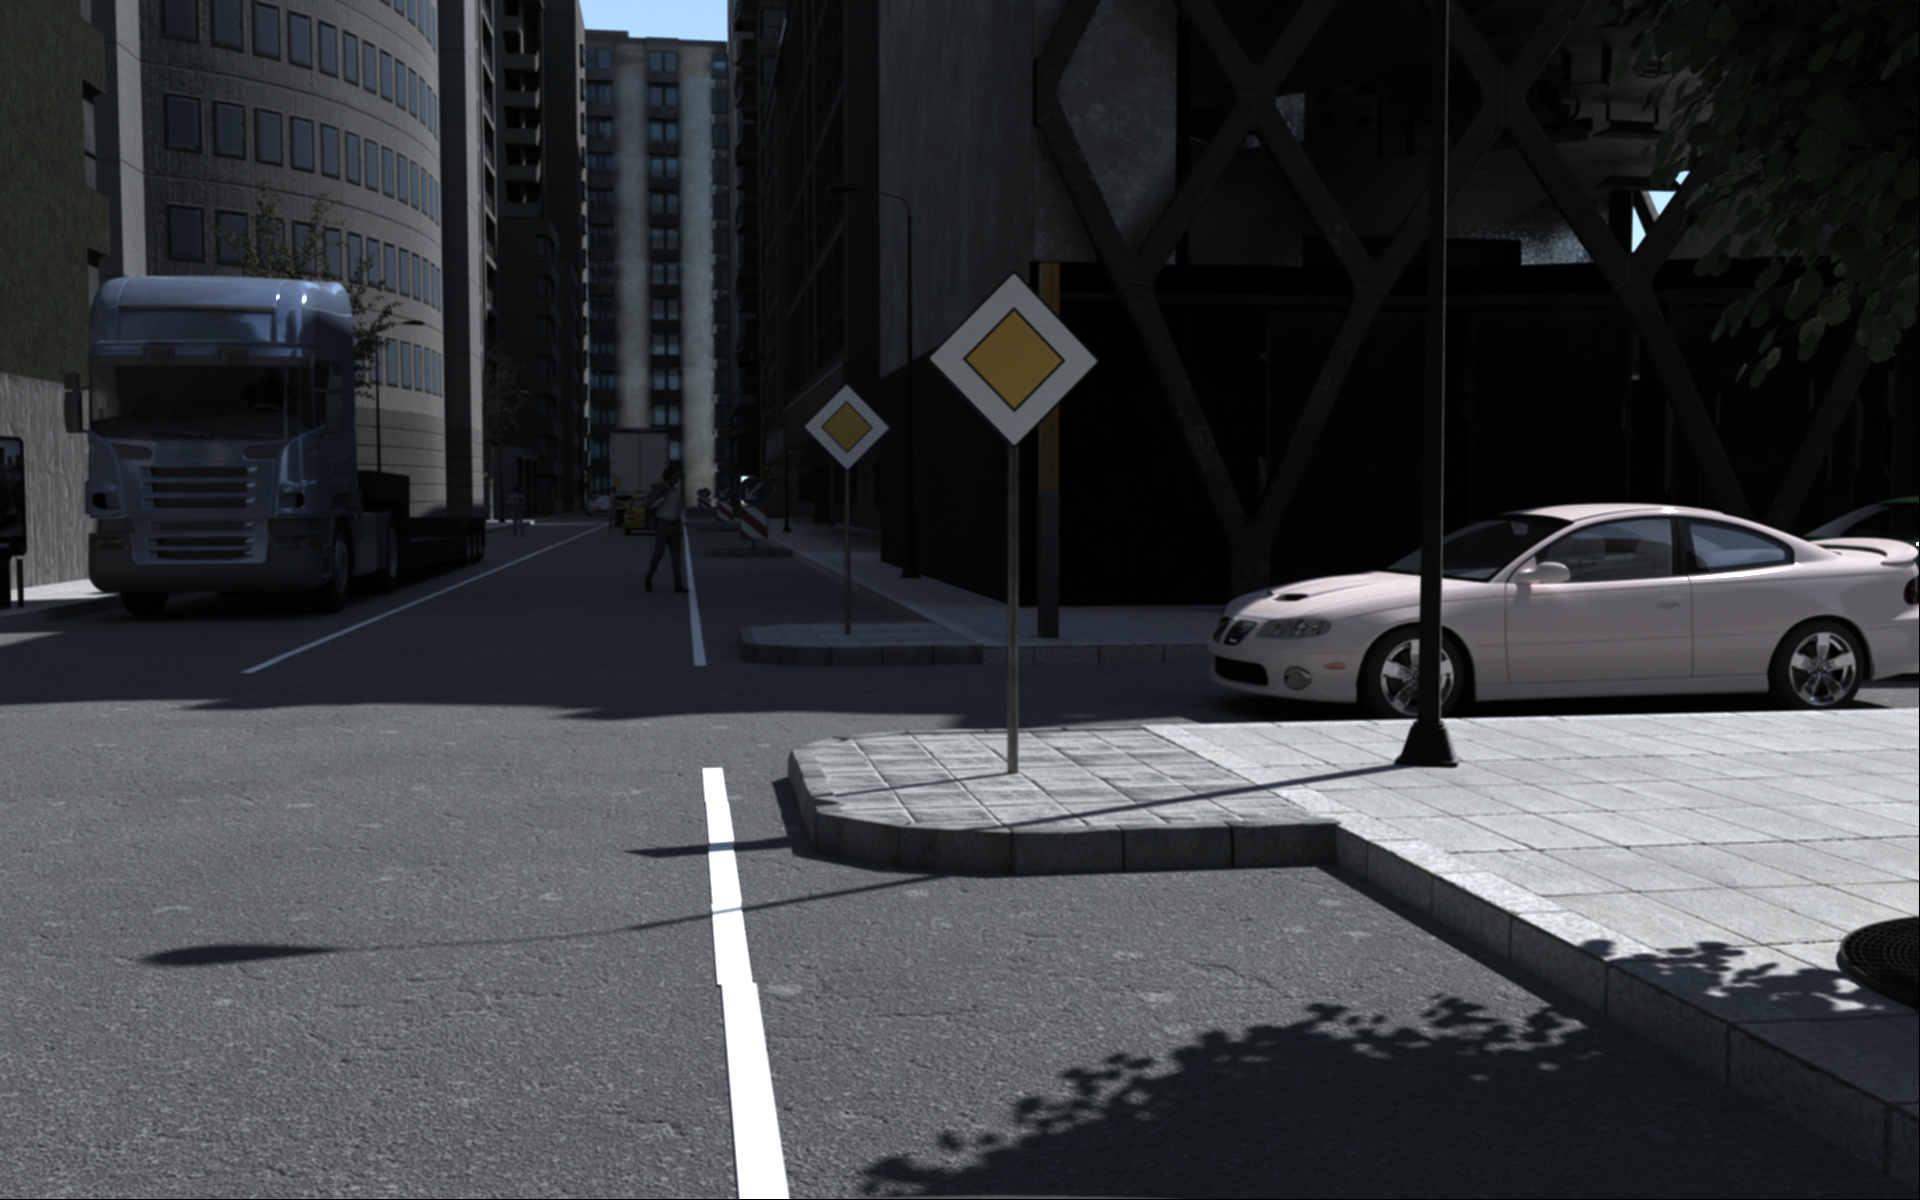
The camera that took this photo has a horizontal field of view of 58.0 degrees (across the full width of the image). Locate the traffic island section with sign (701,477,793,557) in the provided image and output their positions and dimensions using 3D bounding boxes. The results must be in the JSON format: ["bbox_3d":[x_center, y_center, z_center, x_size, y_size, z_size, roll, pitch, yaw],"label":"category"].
[{"bbox_3d":[-4.925,-1.929,40.160,1.989,1.847,2.006,-1,4,-9],"label":"traffic island section with sign"}]

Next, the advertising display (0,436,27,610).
[{"bbox_3d":[-10.704,-0.854,19.181,0.123,1.923,0.974,0,4,6],"label":"advertising display"}]

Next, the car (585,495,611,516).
[{"bbox_3d":[-23.884,-6.294,115.264,2.083,1.381,4.827,-1,4,-10],"label":"car"}]

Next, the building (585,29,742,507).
[{"bbox_3d":[-37.482,-34.375,181.642,30.456,49.044,23.786,-1,4,-9],"label":"building"}]

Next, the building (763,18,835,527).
[{"bbox_3d":[-0.748,-15.708,75.894,14.314,24.678,30.058,-1,4,-9],"label":"building"}]

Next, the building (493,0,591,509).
[{"bbox_3d":[-43.869,-32.279,151.456,21.600,48.544,21.300,-1,4,-9],"label":"building"}]

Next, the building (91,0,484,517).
[{"bbox_3d":[-28.556,-31.503,57.066,21.231,58.520,28.212,-1,4,-9],"label":"building"}]

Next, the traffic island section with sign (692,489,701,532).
[{"bbox_3d":[-9.204,-3.556,66.775,1.989,1.847,2.006,-1,4,-9],"label":"traffic island section with sign"}]

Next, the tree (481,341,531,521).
[{"bbox_3d":[-22.612,-8.080,82.475,4.360,8.622,3.978,0,3,0],"label":"tree"}]

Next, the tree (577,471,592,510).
[{"bbox_3d":[-30.839,-8.937,140.726,1.663,3.219,1.824,0,3,0],"label":"tree"}]

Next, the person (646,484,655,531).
[{"bbox_3d":[-11.904,-3.563,66.769,0.660,1.820,0.620,0,4,3],"label":"person"}]

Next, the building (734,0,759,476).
[{"bbox_3d":[-4.763,-28.723,124.251,22.147,44.769,28.867,-1,4,-9],"label":"building"}]

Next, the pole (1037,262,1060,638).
[{"bbox_3d":[0.788,-1.319,15.406,0.158,3.312,0.155,0,3,0],"label":"pole"}]

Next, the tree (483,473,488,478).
[{"bbox_3d":[-21.570,-4.941,75.383,1.663,3.219,1.824,0,3,0],"label":"tree"}]

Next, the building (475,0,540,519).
[{"bbox_3d":[-34.565,-40.202,95.557,20.563,71.187,20.611,-1,4,-9],"label":"building"}]

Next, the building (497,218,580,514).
[{"bbox_3d":[-41.672,-16.894,121.253,27.650,21.520,28.899,-1,4,-9],"label":"building"}]

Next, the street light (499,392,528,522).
[{"bbox_3d":[-20.248,-6.482,78.525,1.470,5.913,1.316,-1,4,-9],"label":"street light"}]

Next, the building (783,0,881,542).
[{"bbox_3d":[2.758,-15.621,48.918,14.314,27.812,24.014,-1,4,-9],"label":"building"}]

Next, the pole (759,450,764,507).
[{"bbox_3d":[-9.159,-5.270,80.007,0.158,3.312,0.155,0,3,0],"label":"pole"}]

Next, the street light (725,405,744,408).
[{"bbox_3d":[-11.516,-7.195,90.177,1.470,5.913,1.316,-1,4,-9],"label":"street light"}]

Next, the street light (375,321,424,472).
[{"bbox_3d":[-15.026,-4.518,46.410,1.470,5.913,1.316,-1,4,-9],"label":"street light"}]

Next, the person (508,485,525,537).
[{"bbox_3d":[-14.728,-2.949,57.560,0.563,1.720,0.643,-1,4,-18],"label":"person"}]

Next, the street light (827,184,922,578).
[{"bbox_3d":[-1.297,-3.285,26.244,1.470,5.913,1.316,-1,4,-9],"label":"street light"}]

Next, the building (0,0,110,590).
[{"bbox_3d":[-19.251,-15.115,18.834,14.160,30.474,14.107,-1,4,-9],"label":"building"}]

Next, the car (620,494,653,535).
[{"bbox_3d":[-11.093,-3.151,61.745,2.015,1.641,3.980,-1,4,-10],"label":"car"}]

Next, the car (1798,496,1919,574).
[{"bbox_3d":[8.821,-0.151,14.264,4.920,1.459,2.131,-1,4,-11],"label":"car"}]

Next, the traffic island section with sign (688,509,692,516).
[{"bbox_3d":[-17.192,-6.587,116.330,1.989,1.847,2.006,-1,4,-9],"label":"traffic island section with sign"}]

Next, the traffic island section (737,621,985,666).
[{"bbox_3d":[-1.008,0.392,15.865,2.009,0.180,2.903,-1,4,-9],"label":"traffic island section"}]

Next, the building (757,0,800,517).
[{"bbox_3d":[-4.961,-20.248,102.749,14.160,30.474,14.107,-1,4,-9],"label":"building"}]

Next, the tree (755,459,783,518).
[{"bbox_3d":[-10.420,-6.033,93.240,1.663,3.219,1.824,0,3,0],"label":"tree"}]

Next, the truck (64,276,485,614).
[{"bbox_3d":[-9.830,-2.316,27.618,2.967,4.110,18.799,-1,4,-9],"label":"truck"}]

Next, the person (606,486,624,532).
[{"bbox_3d":[-12.984,-3.412,65.040,0.466,1.731,0.760,3,5,42],"label":"person"}]

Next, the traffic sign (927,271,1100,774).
[{"bbox_3d":[0.240,-0.260,7.901,0.795,2.450,0.064,-1,4,-9],"label":"traffic sign"}]

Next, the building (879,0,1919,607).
[{"bbox_3d":[8.069,-9.666,25.494,16.811,18.784,16.820,-1,4,-9],"label":"building"}]

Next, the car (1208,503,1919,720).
[{"bbox_3d":[4.072,0.037,11.761,4.827,1.381,2.083,-1,4,-11],"label":"car"}]

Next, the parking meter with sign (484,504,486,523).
[{"bbox_3d":[-22.064,-5.021,78.357,1.738,3.016,0.543,3,5,42],"label":"parking meter with sign"}]

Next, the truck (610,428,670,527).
[{"bbox_3d":[-14.433,-5.497,78.782,2.839,4.237,11.283,-1,4,-9],"label":"truck"}]

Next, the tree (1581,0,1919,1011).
[{"bbox_3d":[3.139,-1.264,4.380,4.285,4.588,4.351,0,3,0],"label":"tree"}]

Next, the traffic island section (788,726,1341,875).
[{"bbox_3d":[0.262,0.875,7.981,2.009,0.180,2.903,-1,4,-9],"label":"traffic island section"}]

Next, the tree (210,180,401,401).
[{"bbox_3d":[-15.838,-5.584,41.658,4.737,8.622,4.395,0,3,0],"label":"tree"}]

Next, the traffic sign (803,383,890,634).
[{"bbox_3d":[-1.030,-0.743,15.784,0.795,2.450,0.064,-1,4,-9],"label":"traffic sign"}]

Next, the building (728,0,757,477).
[{"bbox_3d":[-6.538,-34.493,153.194,28.713,52.752,27.495,-1,4,-9],"label":"building"}]

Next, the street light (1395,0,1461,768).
[{"bbox_3d":[1.707,-2.171,8.034,1.470,5.913,1.316,-1,4,-9],"label":"street light"}]

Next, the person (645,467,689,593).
[{"bbox_3d":[-4.314,-1.020,25.280,0.850,1.850,0.679,3,4,38],"label":"person"}]

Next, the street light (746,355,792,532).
[{"bbox_3d":[-6.379,-5.240,58.215,1.470,5.913,1.316,-1,4,-9],"label":"street light"}]
